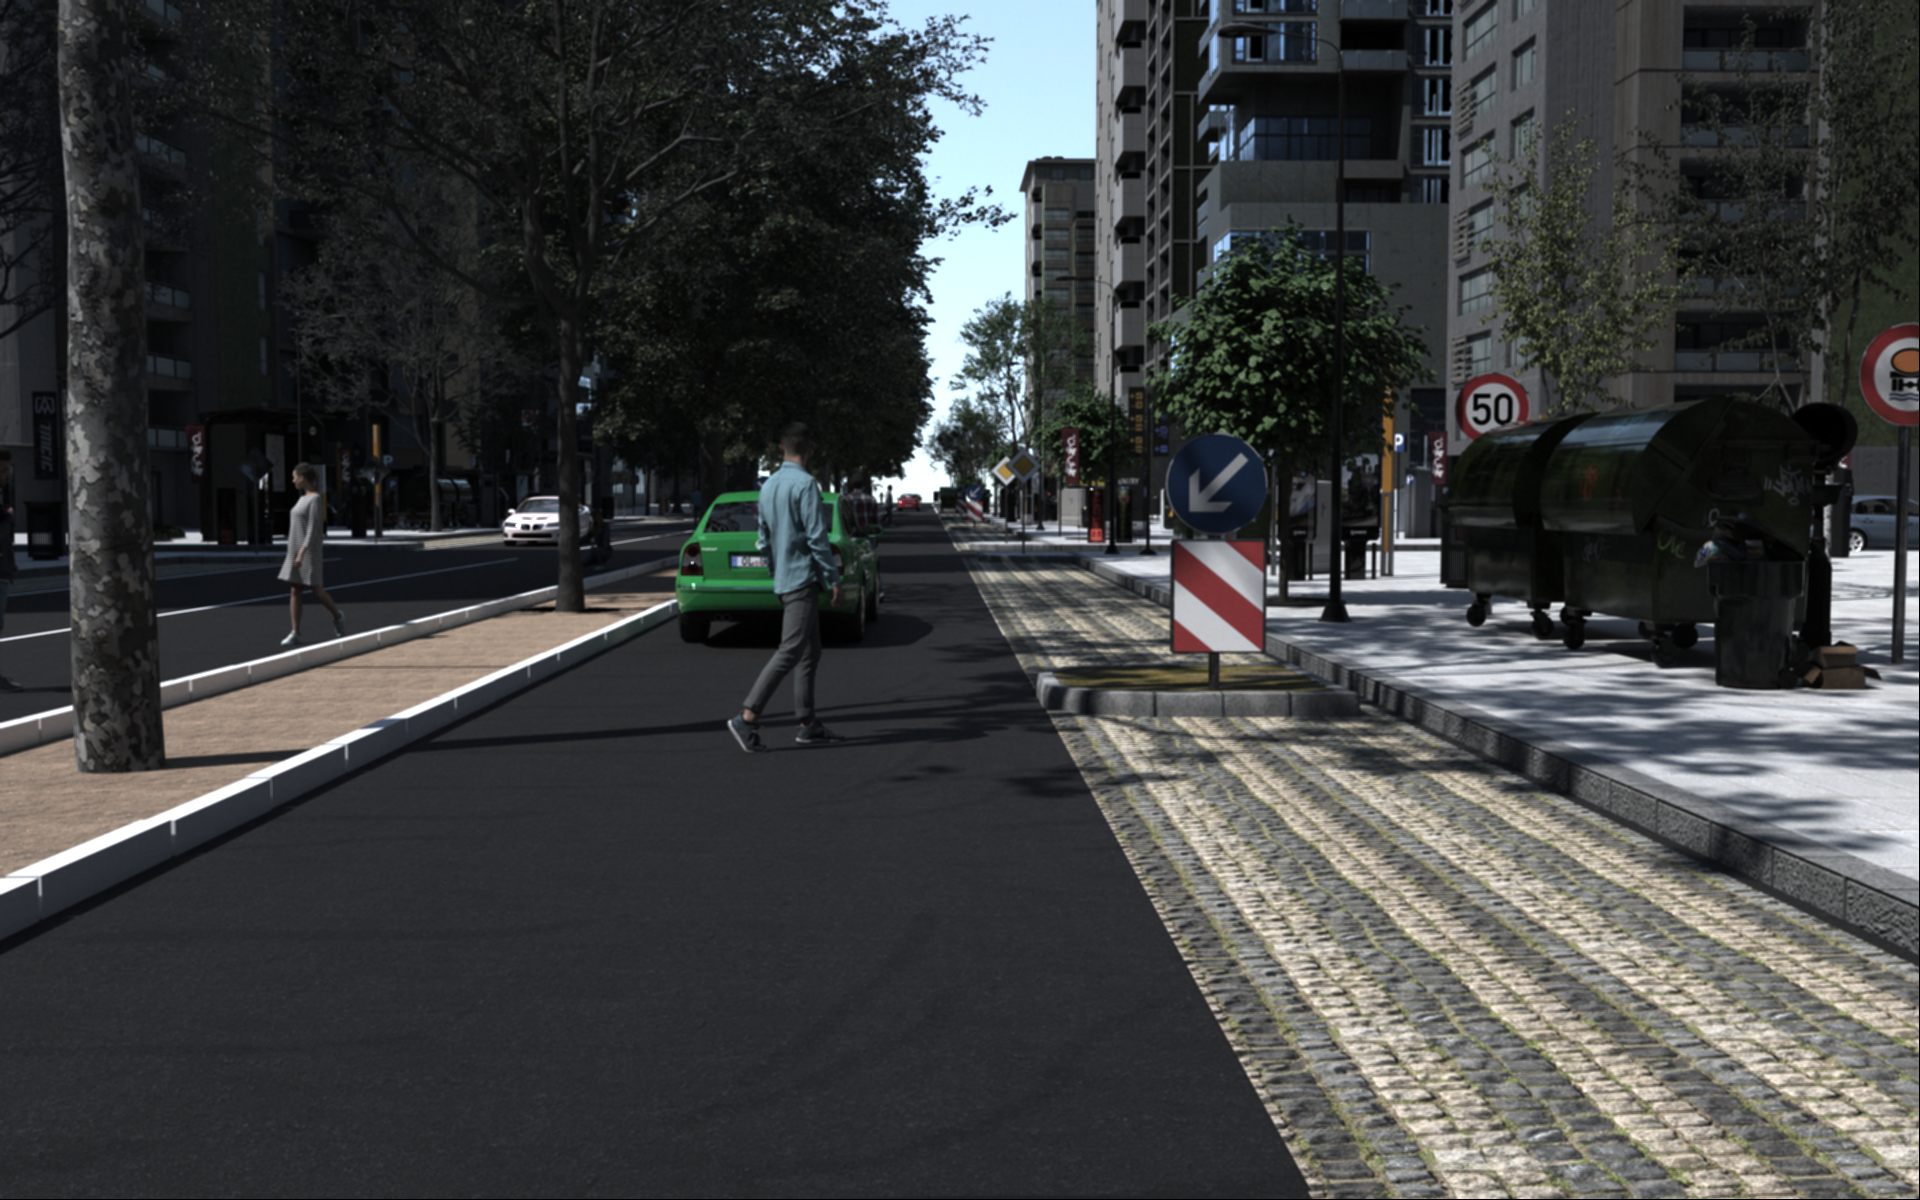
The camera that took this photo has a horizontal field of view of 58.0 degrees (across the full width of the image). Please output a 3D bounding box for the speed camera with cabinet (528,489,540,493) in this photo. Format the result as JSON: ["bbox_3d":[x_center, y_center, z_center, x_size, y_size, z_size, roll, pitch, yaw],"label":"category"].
[{"bbox_3d":[-28.953,-7.555,117.852,0.660,3.252,2.038,1,4,11],"label":"speed camera with cabinet"}]

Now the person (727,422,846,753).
[{"bbox_3d":[-0.994,-0.088,9.808,0.748,1.841,0.638,-1,4,-23],"label":"person"}]

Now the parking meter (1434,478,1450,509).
[{"bbox_3d":[15.686,-3.084,56.131,0.399,1.863,0.255,-1,4,-9],"label":"parking meter"}]

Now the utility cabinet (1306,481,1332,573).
[{"bbox_3d":[5.698,-1.179,27.952,0.318,1.500,1.173,3,5,40],"label":"utility cabinet"}]

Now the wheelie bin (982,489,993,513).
[{"bbox_3d":[1.736,-6.672,116.993,0.980,1.594,0.693,0,4,6],"label":"wheelie bin"}]

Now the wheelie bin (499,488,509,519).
[{"bbox_3d":[-23.325,-4.897,87.976,0.693,1.594,0.980,0,4,2],"label":"wheelie bin"}]

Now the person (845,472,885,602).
[{"bbox_3d":[-1.300,-0.828,22.872,0.563,1.720,0.643,-2,4,-30],"label":"person"}]

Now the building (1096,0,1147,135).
[{"bbox_3d":[26.865,-34.710,156.742,28.713,52.752,27.495,0,4,-1],"label":"building"}]

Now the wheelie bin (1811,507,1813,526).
[{"bbox_3d":[36.100,-3.963,72.697,0.693,1.594,0.980,3,5,43],"label":"wheelie bin"}]

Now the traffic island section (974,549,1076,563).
[{"bbox_3d":[1.385,-0.914,37.225,2.009,0.180,2.903,0,4,-1],"label":"traffic island section"}]

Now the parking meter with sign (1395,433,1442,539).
[{"bbox_3d":[13.226,-3.280,49.882,1.738,3.016,0.543,-2,4,-31],"label":"parking meter with sign"}]

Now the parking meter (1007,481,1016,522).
[{"bbox_3d":[2.317,-4.485,79.040,0.399,1.863,0.255,-3,4,-37],"label":"parking meter"}]

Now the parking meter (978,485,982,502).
[{"bbox_3d":[1.358,-6.742,115.946,0.255,1.863,0.399,0,4,5],"label":"parking meter"}]

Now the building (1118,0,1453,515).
[{"bbox_3d":[22.071,-48.068,98.582,22.319,86.520,31.000,0,4,-1],"label":"building"}]

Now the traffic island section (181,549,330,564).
[{"bbox_3d":[-15.004,-0.895,36.913,2.009,0.180,2.903,0,4,-1],"label":"traffic island section"}]

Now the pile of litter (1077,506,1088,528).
[{"bbox_3d":[5.049,-3.172,65.834,1.176,0.858,1.719,0,4,4],"label":"pile of litter"}]

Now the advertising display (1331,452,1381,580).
[{"bbox_3d":[5.906,-1.262,25.843,0.974,1.923,0.123,-3,4,-37],"label":"advertising display"}]

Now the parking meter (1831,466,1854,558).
[{"bbox_3d":[17.726,-1.785,34.903,0.255,1.863,0.399,-2,4,-31],"label":"parking meter"}]

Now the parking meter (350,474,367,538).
[{"bbox_3d":[-17.609,-2.753,50.730,0.399,1.863,0.255,1,4,23],"label":"parking meter"}]

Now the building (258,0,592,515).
[{"bbox_3d":[-41.123,-29.299,133.664,22.147,44.769,28.867,0,4,-1],"label":"building"}]

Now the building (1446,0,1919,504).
[{"bbox_3d":[27.175,-23.281,64.232,14.086,41.232,14.154,0,4,-1],"label":"building"}]

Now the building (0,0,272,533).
[{"bbox_3d":[-34.251,-23.081,60.975,14.154,41.232,14.086,0,4,-1],"label":"building"}]

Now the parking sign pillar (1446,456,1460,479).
[{"bbox_3d":[20.784,-5.231,73.996,1.447,3.967,1.447,-1,4,-18],"label":"parking sign pillar"}]

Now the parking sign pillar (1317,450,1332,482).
[{"bbox_3d":[15.809,-5.346,75.878,1.447,3.967,1.447,0,4,5],"label":"parking sign pillar"}]

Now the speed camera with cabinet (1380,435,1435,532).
[{"bbox_3d":[15.084,-3.942,58.787,0.660,3.252,2.038,-3,5,-45],"label":"speed camera with cabinet"}]

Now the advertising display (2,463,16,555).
[{"bbox_3d":[-19.987,-1.908,36.411,0.123,1.923,0.974,-1,4,-22],"label":"advertising display"}]

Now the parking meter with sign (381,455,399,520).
[{"bbox_3d":[-24.970,-4.880,76.044,0.543,3.016,1.738,-2,4,-27],"label":"parking meter with sign"}]

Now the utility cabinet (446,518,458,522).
[{"bbox_3d":[-23.781,-4.259,80.797,0.306,1.237,1.020,-3,5,-44],"label":"utility cabinet"}]

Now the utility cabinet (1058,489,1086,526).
[{"bbox_3d":[4.457,-3.706,69.264,1.173,1.500,0.318,3,5,41],"label":"utility cabinet"}]

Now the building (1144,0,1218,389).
[{"bbox_3d":[23.503,-42.437,132.102,20.563,71.187,20.611,0,4,-1],"label":"building"}]

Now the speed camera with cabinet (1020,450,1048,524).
[{"bbox_3d":[3.183,-4.871,73.983,0.660,3.252,2.038,1,4,22],"label":"speed camera with cabinet"}]

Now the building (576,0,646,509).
[{"bbox_3d":[-41.537,-51.963,162.265,22.319,86.520,31.000,0,4,-1],"label":"building"}]

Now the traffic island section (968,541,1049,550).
[{"bbox_3d":[1.229,-1.402,45.209,2.009,0.180,2.903,0,4,-1],"label":"traffic island section"}]

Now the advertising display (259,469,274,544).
[{"bbox_3d":[-17.795,-2.399,44.430,0.123,1.923,0.974,-2,4,-35],"label":"advertising display"}]

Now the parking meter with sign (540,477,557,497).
[{"bbox_3d":[-18.611,-5.019,78.317,1.738,3.016,0.543,-1,4,-11],"label":"parking meter with sign"}]

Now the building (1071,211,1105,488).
[{"bbox_3d":[18.345,-24.889,178.630,14.160,30.474,14.107,0,4,-1],"label":"building"}]

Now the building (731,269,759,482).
[{"bbox_3d":[-39.145,-35.876,270.161,14.154,41.232,14.086,0,4,-1],"label":"building"}]

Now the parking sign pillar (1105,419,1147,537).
[{"bbox_3d":[5.063,-3.920,52.561,1.447,3.967,1.447,2,4,32],"label":"parking sign pillar"}]

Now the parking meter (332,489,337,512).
[{"bbox_3d":[-25.504,-3.825,70.948,0.372,1.533,0.369,0,3,0],"label":"parking meter"}]

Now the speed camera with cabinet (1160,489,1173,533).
[{"bbox_3d":[7.635,-3.828,56.917,2.038,3.252,0.660,2,4,31],"label":"speed camera with cabinet"}]

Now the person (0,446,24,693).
[{"bbox_3d":[-7.001,-0.219,12.420,0.623,1.781,0.721,2,4,33],"label":"person"}]

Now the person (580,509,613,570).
[{"bbox_3d":[-6.832,-1.137,32.587,0.738,1.151,1.012,-3,5,-45],"label":"person"}]

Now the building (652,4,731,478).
[{"bbox_3d":[-42.037,-49.737,251.448,20.563,71.187,20.611,0,4,-1],"label":"building"}]

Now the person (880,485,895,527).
[{"bbox_3d":[-3.226,-4.159,76.344,0.795,1.843,0.661,0,4,3],"label":"person"}]

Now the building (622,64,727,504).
[{"bbox_3d":[-42.866,-41.924,227.448,21.231,58.520,28.212,0,4,-1],"label":"building"}]

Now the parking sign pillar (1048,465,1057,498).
[{"bbox_3d":[6.543,-7.791,115.847,1.447,3.967,1.447,1,4,13],"label":"parking sign pillar"}]

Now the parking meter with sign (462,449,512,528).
[{"bbox_3d":[-18.172,-4.310,66.735,1.738,3.016,0.543,-2,4,-31],"label":"parking meter with sign"}]

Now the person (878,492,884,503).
[{"bbox_3d":[-12.264,-15.990,269.963,1.348,1.821,0.705,3,5,42],"label":"person"}]

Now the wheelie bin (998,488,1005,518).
[{"bbox_3d":[2.521,-5.179,92.590,0.980,1.594,0.693,-2,4,-24],"label":"wheelie bin"}]

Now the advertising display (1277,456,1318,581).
[{"bbox_3d":[4.988,-1.248,25.612,0.123,1.923,0.974,3,5,40],"label":"advertising display"}]

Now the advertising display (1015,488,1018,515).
[{"bbox_3d":[3.676,-6.286,107.984,0.974,1.923,0.123,0,4,-2],"label":"advertising display"}]

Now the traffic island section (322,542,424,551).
[{"bbox_3d":[-15.159,-1.383,44.896,2.009,0.180,2.903,0,4,-1],"label":"traffic island section"}]

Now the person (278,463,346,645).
[{"bbox_3d":[-6.264,-0.454,16.676,0.466,1.731,0.760,1,4,17],"label":"person"}]

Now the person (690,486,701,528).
[{"bbox_3d":[-10.982,-3.892,72.474,0.601,1.785,0.444,1,4,13],"label":"person"}]

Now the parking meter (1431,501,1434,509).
[{"bbox_3d":[17.274,-3.490,62.774,0.255,1.863,0.399,0,4,-7],"label":"parking meter"}]
